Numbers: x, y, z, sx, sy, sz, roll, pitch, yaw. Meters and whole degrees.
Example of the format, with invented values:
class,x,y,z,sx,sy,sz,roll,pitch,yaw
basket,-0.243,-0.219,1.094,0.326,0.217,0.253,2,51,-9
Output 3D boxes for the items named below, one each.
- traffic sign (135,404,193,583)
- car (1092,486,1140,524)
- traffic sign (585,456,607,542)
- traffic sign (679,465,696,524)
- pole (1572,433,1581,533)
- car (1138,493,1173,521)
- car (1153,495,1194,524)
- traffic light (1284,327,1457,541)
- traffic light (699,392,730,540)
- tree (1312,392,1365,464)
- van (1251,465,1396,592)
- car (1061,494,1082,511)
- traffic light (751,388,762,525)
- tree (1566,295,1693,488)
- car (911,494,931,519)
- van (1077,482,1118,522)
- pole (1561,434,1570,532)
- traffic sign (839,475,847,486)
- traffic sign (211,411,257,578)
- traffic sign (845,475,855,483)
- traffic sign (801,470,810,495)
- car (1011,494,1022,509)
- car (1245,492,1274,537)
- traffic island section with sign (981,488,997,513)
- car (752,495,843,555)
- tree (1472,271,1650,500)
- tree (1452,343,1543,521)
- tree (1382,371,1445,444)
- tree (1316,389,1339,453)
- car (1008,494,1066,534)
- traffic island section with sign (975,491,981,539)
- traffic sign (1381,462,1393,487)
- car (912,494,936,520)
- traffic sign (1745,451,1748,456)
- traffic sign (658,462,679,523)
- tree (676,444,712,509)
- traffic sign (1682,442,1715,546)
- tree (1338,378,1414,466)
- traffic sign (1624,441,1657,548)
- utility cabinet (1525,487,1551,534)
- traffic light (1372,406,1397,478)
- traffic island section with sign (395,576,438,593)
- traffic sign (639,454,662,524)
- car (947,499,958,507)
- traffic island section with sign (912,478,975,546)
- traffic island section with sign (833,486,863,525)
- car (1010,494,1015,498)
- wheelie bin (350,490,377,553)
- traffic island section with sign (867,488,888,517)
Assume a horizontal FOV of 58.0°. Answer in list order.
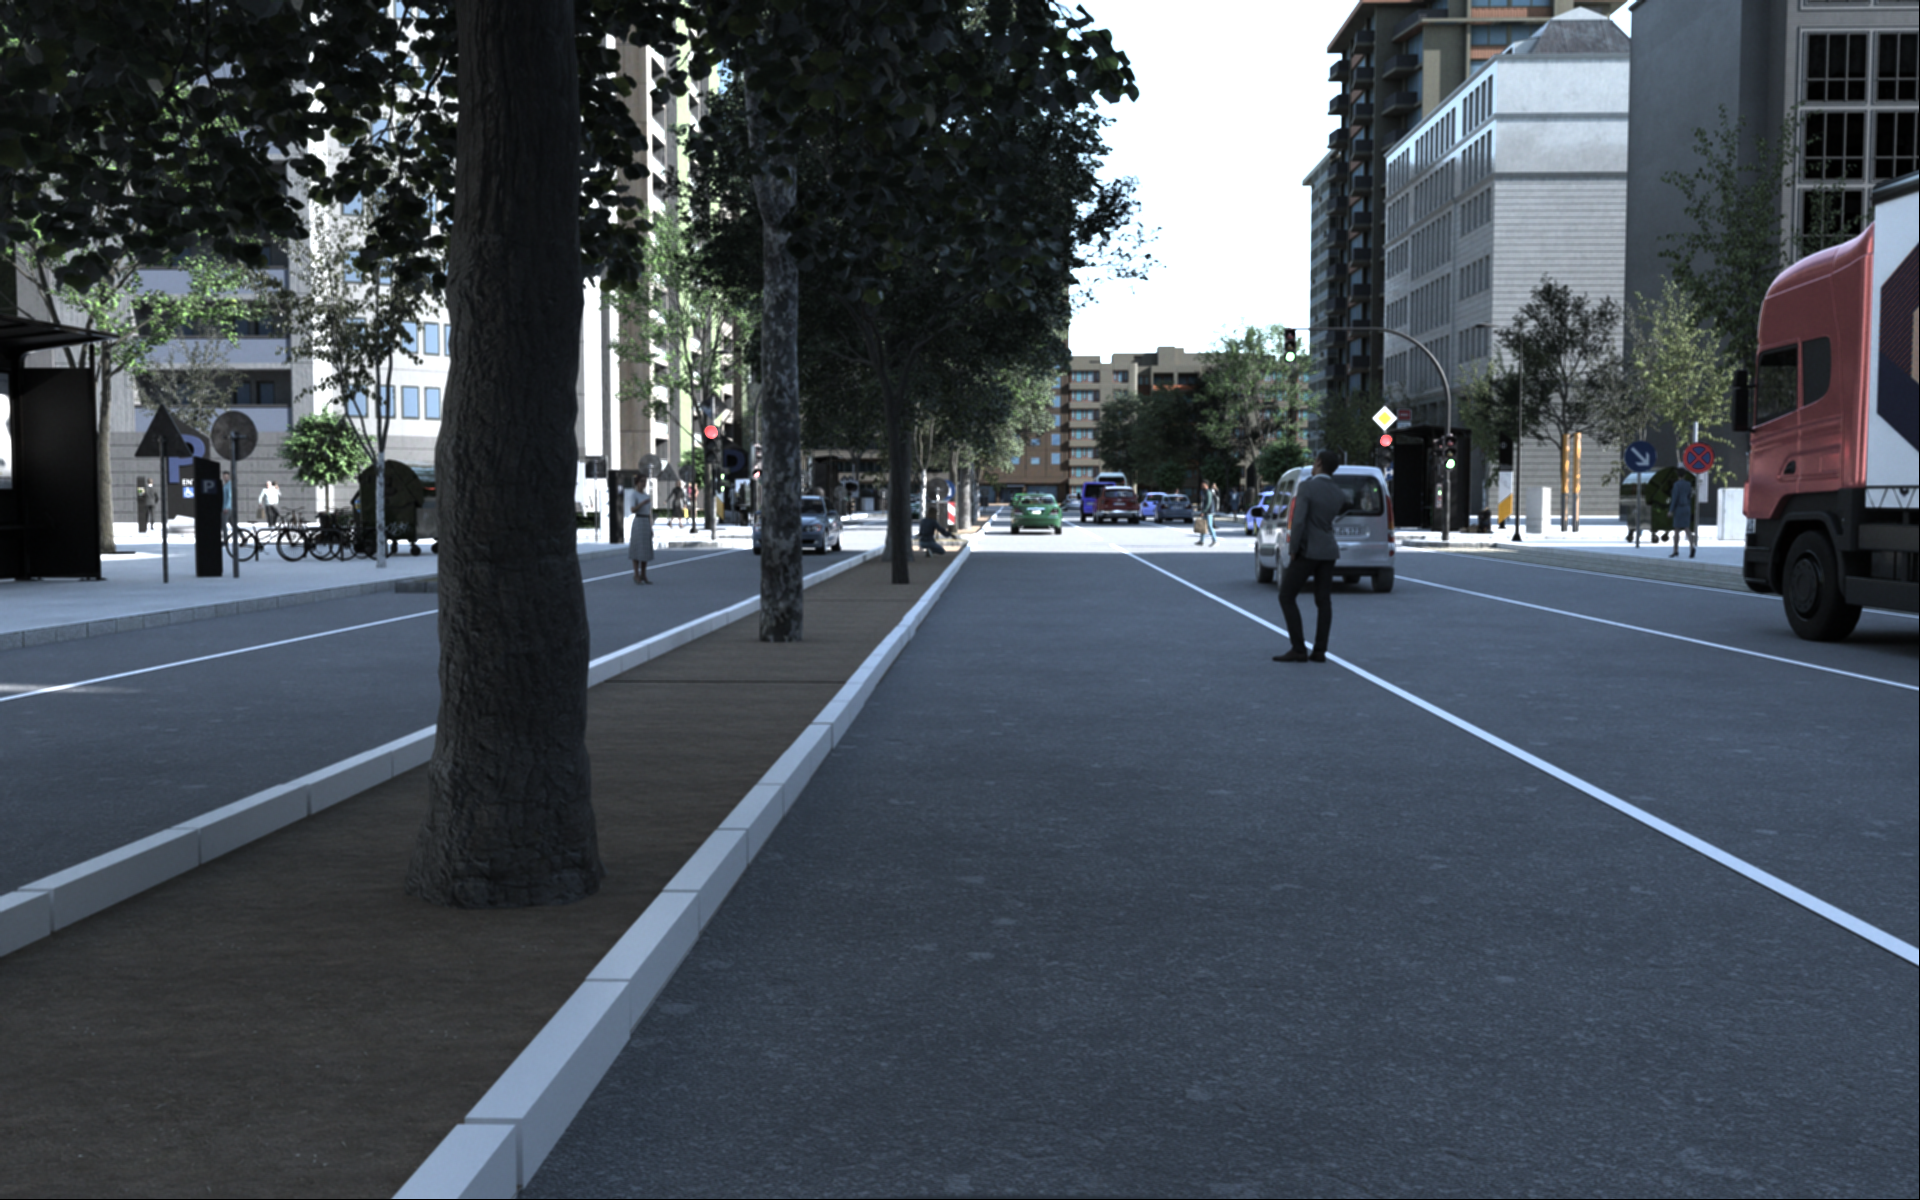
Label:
class,x,y,z,sx,sy,sz,roll,pitch,yaw
traffic sign,-11.452,-1.523,24.904,0.884,2.594,0.081,0,4,7
car,7.563,-4.608,84.008,2.281,1.827,5.304,0,4,1
traffic sign,-9.733,-2.703,46.318,0.606,2.300,0.079,0,4,7
traffic sign,-11.837,-4.590,75.147,0.768,2.556,0.104,1,4,10
pole,20.561,-3.909,57.762,0.158,3.312,0.155,0,3,0
car,10.552,-5.134,93.539,1.945,1.707,3.694,0,4,2
car,10.556,-4.499,85.568,2.014,1.417,4.499,0,4,3
traffic light,11.162,-4.437,47.211,4.771,5.953,1.251,0,4,2
traffic light,-6.797,-3.606,47.876,0.839,4.253,0.868,0,4,2
tree,27.547,-10.702,125.345,4.360,8.622,3.978,0,3,0
van,5.558,-1.202,26.667,2.013,2.044,4.112,0,4,3
car,9.494,-8.115,144.689,2.014,1.417,4.499,0,3,0
traffic light,-4.463,-4.964,55.830,4.771,5.953,1.251,0,4,2
tree,24.926,-6.953,64.039,4.360,8.622,3.978,0,3,0
car,-2.467,-4.695,88.569,2.131,1.459,4.920,0,4,2
van,7.176,-5.207,89.513,2.240,2.365,5.245,0,4,4
pole,20.511,-3.966,58.689,0.158,3.312,0.155,0,3,0
traffic sign,-8.089,-7.428,121.188,0.795,2.593,0.064,0,4,3
traffic sign,-11.111,-1.615,26.507,0.768,2.556,0.104,1,4,10
traffic sign,-7.686,-7.420,121.048,0.795,2.593,0.064,0,4,5
traffic sign,-8.202,-5.507,90.140,0.768,2.556,0.104,0,4,2
car,5.291,-8.430,146.633,1.959,1.807,4.718,0,4,2
car,10.801,-3.051,59.481,1.945,1.707,3.694,0,4,2
traffic island section with sign,1.822,-7.488,130.569,2.006,1.907,1.989,0,4,2
car,-3.944,-1.870,42.572,2.014,1.417,4.499,0,4,3
tree,25.297,-8.487,73.176,7.601,10.594,8.767,0,4,3
tree,25.715,-8.035,81.741,4.737,8.622,4.395,0,3,0
tree,27.304,-9.437,104.659,4.360,8.622,3.978,0,3,0
tree,25.528,-10.043,114.563,4.737,8.622,4.395,0,3,0
car,2.783,-3.123,62.864,2.131,1.459,4.920,0,4,3
traffic island section with sign,-0.433,-2.895,55.464,2.006,1.907,1.989,0,4,2
traffic sign,16.167,-4.007,65.617,0.768,2.556,0.104,0,4,5
car,-1.825,-5.243,97.525,2.131,1.459,4.920,0,4,2
traffic sign,18.272,-2.424,39.372,0.795,2.593,0.064,1,4,8
traffic sign,-11.886,-4.317,70.579,0.884,2.594,0.081,0,4,3
tree,-15.542,-7.408,104.842,4.285,4.588,4.351,0,3,0
traffic sign,18.117,-2.597,42.562,0.768,2.556,0.104,0,4,6
tree,26.551,-9.730,109.447,4.737,8.622,4.395,0,3,0
traffic sign,16.188,-2.520,41.303,0.768,2.556,0.104,0,4,2
utility cabinet,18.591,-2.873,55.658,0.318,1.500,1.173,0,4,-7
traffic light,13.496,-4.058,55.271,0.839,4.253,0.868,0,4,2
traffic island section with sign,-7.174,-1.063,26.013,1.989,1.847,2.006,0,4,2
traffic sign,-9.833,-3.359,55.019,0.768,2.556,0.104,0,4,3
car,-0.503,-10.291,178.036,2.009,1.686,4.222,0,4,3
traffic island section with sign,-0.665,-2.442,48.061,2.006,1.907,1.989,0,4,2
traffic island section with sign,-5.528,-4.401,80.576,1.989,1.847,2.006,0,4,2
car,6.932,-11.647,202.234,2.131,1.459,4.920,0,4,2
wheelie bin,-12.866,-1.831,37.849,0.693,1.594,0.980,0,4,-1
traffic island section with sign,-4.715,-6.048,107.519,1.989,1.847,2.006,0,4,2
